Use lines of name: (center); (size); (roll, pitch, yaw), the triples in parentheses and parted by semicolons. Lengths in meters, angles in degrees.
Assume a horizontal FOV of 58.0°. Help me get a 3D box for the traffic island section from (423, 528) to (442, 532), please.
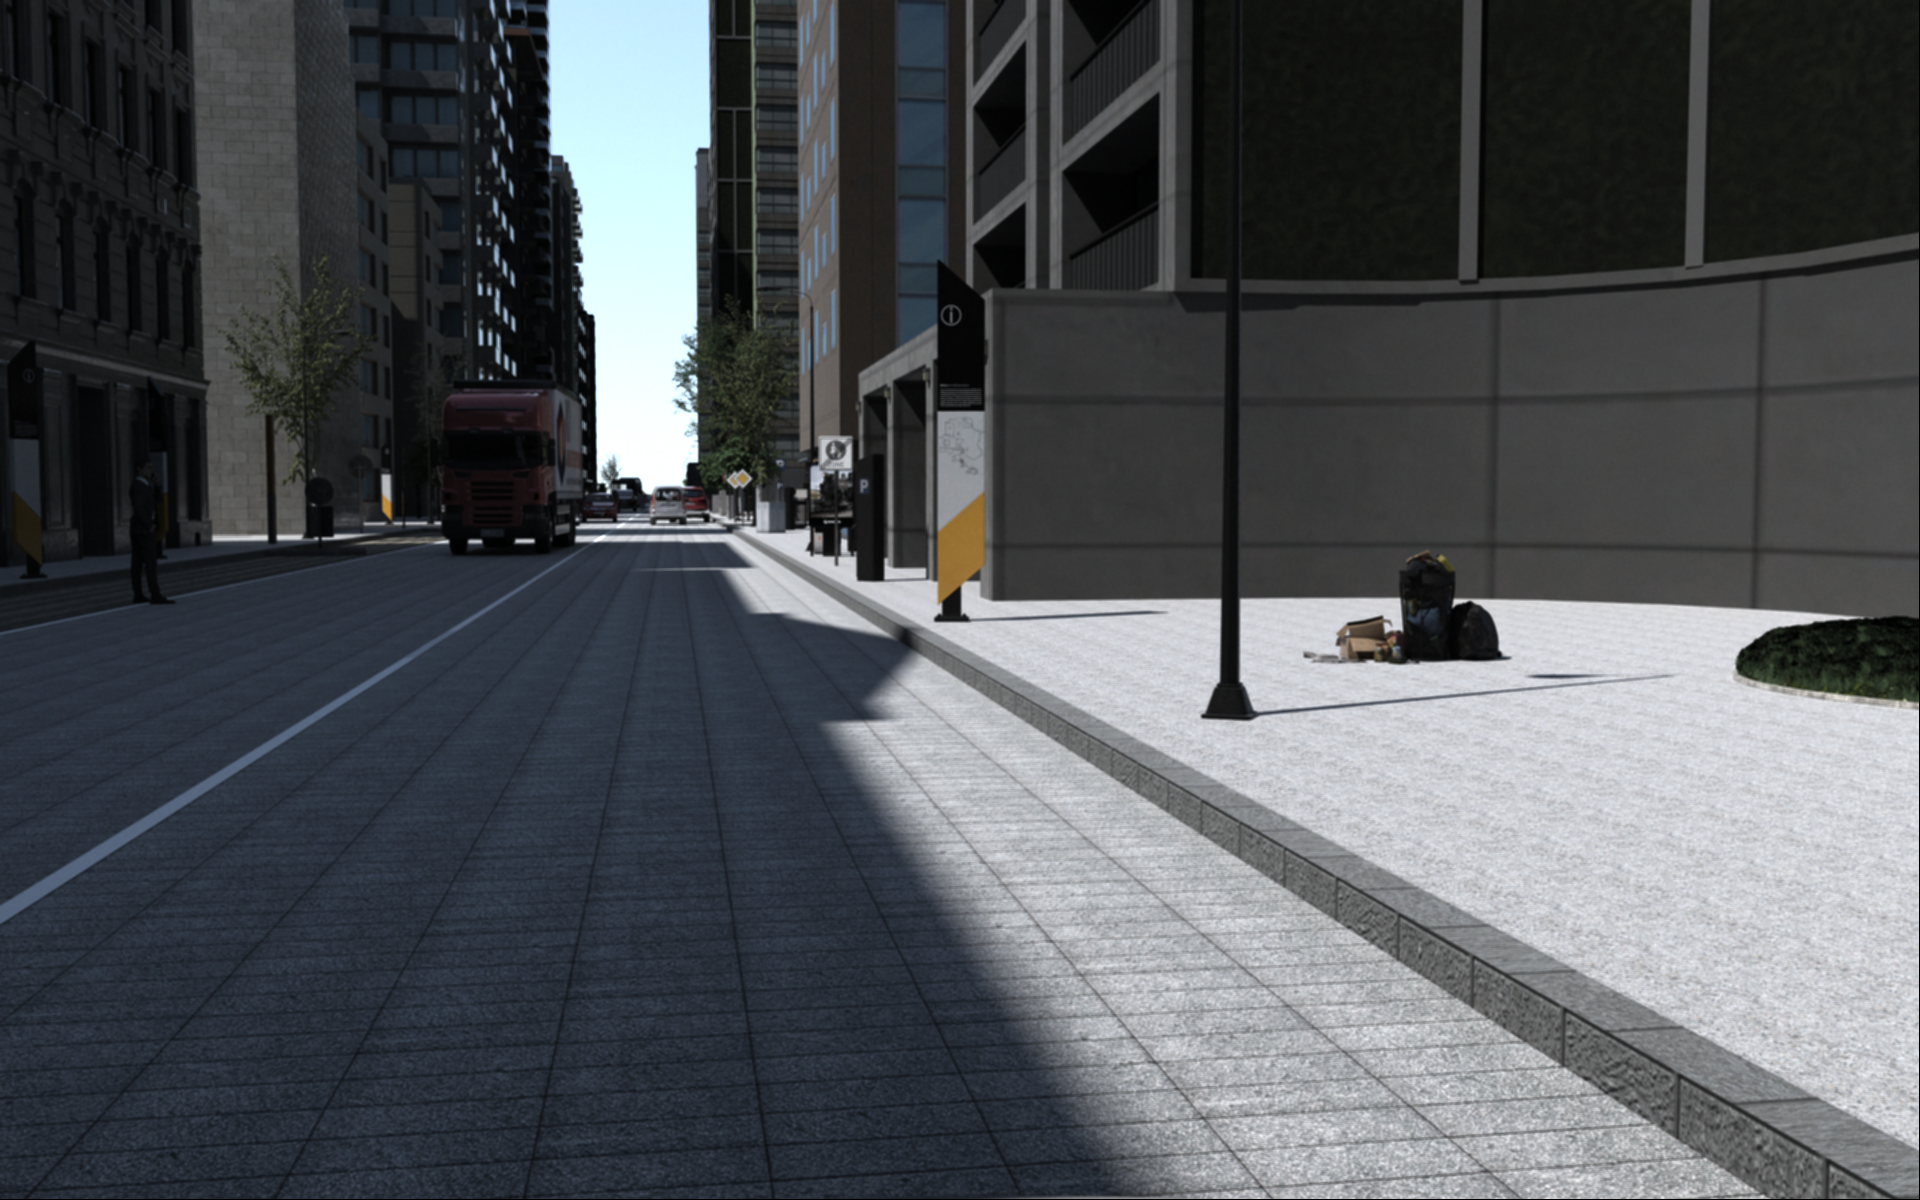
traffic island section: (-19.279, -2.682, 66.138); (2.009, 0.180, 2.903); (-1, 4, -9)

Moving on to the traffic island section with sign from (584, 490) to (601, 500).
traffic island section with sign: (-37.067, -10.025, 172.539); (1.989, 1.847, 2.006); (-1, 4, -9)

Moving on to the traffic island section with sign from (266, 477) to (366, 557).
traffic island section with sign: (-15.022, -1.951, 40.530); (1.989, 1.847, 2.006); (-1, 4, -9)

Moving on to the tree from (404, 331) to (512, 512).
tree: (-23.557, -7.891, 79.378); (4.360, 8.622, 3.978); (0, 3, 0)

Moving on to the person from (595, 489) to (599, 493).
person: (-21.753, -5.805, 104.248); (0.643, 1.720, 0.563); (1, 4, 14)

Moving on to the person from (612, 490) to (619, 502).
person: (-27.633, -7.938, 138.689); (0.661, 1.777, 0.834); (-1, 4, -14)

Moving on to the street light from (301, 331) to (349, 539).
street light: (-18.039, -4.691, 49.245); (1.470, 5.913, 1.316); (-1, 4, -9)

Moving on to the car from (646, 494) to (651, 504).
car: (-47.005, -15.069, 258.170); (2.131, 1.459, 4.920); (-1, 4, -11)

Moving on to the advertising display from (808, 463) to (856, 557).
advertising display: (-2.637, -1.859, 35.615); (0.974, 1.923, 0.123); (1, 4, 9)

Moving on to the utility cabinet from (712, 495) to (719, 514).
utility cabinet: (-15.839, -6.303, 114.216); (1.020, 1.237, 0.306); (0, 4, -7)

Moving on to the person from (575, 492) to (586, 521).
person: (-19.978, -5.083, 91.392); (0.659, 1.850, 0.755); (-1, 4, -19)

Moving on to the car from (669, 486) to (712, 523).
car: (-13.762, -4.862, 88.173); (2.281, 1.827, 5.304); (-1, 4, -8)

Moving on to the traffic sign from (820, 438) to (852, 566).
traffic sign: (-2.207, -1.758, 30.866); (0.606, 2.300, 0.079); (0, 4, -1)

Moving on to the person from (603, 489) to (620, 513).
person: (-26.612, -7.533, 131.883); (1.509, 1.804, 0.699); (-2, 4, -25)

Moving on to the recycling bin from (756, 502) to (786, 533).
recycling bin: (-6.255, -2.737, 57.297); (0.722, 1.027, 0.722); (-3, 5, -43)

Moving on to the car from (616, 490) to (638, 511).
car: (-28.121, -8.340, 145.037); (2.281, 1.827, 5.304); (-1, 4, -11)

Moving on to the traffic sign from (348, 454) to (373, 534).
traffic sign: (-19.247, -3.397, 55.641); (0.768, 2.556, 0.104); (0, 4, -8)

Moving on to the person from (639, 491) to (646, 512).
person: (-24.781, -7.692, 135.269); (0.512, 1.701, 0.522); (0, 4, -6)

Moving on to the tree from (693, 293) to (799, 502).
tree: (-7.442, -6.861, 62.541); (4.737, 8.622, 4.395); (0, 3, 0)

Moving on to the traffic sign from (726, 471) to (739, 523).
traffic sign: (-9.824, -4.409, 75.725); (0.795, 2.450, 0.064); (-1, 4, -9)

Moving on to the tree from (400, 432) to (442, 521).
tree: (-25.494, -6.159, 84.416); (4.285, 4.588, 4.351); (0, 3, 0)

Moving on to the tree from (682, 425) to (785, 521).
tree: (-10.116, -6.026, 82.239); (4.285, 4.588, 4.351); (0, 3, 0)

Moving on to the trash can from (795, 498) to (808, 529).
trash can: (-5.996, -3.231, 64.485); (0.748, 1.137, 0.748); (0, 3, 0)

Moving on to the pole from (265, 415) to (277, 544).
pole: (-17.754, -3.106, 44.629); (0.158, 3.312, 0.155); (0, 3, 0)

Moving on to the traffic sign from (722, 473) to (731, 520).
traffic sign: (-11.424, -5.252, 85.981); (0.768, 2.556, 0.104); (0, 4, -5)

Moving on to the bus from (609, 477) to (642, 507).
bus: (-35.945, -11.748, 186.933); (2.948, 3.499, 13.247); (0, 4, -8)

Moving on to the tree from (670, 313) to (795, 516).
tree: (-13.152, -10.676, 100.313); (9.928, 11.665, 9.643); (0, 3, 0)

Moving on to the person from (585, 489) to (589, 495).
person: (-25.193, -6.645, 117.330); (0.511, 1.800, 0.466); (1, 4, 18)

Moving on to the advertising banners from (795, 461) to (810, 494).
advertising banners: (-8.483, -5.849, 91.811); (0.090, 3.025, 2.074); (2, 4, 33)

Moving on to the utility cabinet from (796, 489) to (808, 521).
utility cabinet: (-7.363, -4.481, 81.949); (0.318, 1.500, 1.173); (-2, 4, -32)

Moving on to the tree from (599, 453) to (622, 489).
tree: (-61.096, -21.577, 303.143); (4.737, 8.622, 4.395); (0, 3, 0)

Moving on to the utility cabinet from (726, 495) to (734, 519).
utility cabinet: (-12.006, -4.849, 90.445); (0.306, 1.237, 1.020); (-1, 4, -13)

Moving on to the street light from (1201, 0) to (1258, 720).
street light: (1.018, -2.274, 9.719); (1.470, 5.913, 1.316); (-1, 4, -9)

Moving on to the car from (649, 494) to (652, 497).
car: (-54.062, -17.757, 300.105); (2.009, 1.686, 4.222); (0, 4, -8)

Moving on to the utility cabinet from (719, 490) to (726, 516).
utility cabinet: (-13.981, -5.706, 101.964); (0.318, 1.500, 1.173); (-1, 4, -14)

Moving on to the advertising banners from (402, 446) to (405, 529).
advertising banners: (-20.364, -4.109, 63.369); (0.090, 3.025, 2.074); (-1, 4, -20)

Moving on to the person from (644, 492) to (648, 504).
person: (-44.436, -14.385, 244.244); (0.990, 1.755, 0.434); (1, 4, 16)

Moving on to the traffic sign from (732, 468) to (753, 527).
traffic sign: (-8.508, -3.927, 67.848); (0.795, 2.450, 0.064); (-1, 4, -9)

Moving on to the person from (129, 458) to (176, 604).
person: (-10.628, -0.908, 22.709); (0.474, 1.900, 0.648); (-3, 4, -38)

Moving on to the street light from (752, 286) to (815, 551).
street light: (-3.853, -4.054, 38.820); (1.470, 5.913, 1.316); (-1, 4, -9)

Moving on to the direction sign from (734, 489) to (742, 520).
direction sign: (-10.945, -5.706, 85.290); (0.379, 3.537, 0.876); (-2, 4, -35)

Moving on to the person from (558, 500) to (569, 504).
person: (-17.856, -4.218, 77.633); (0.590, 1.801, 0.661); (3, 5, 42)

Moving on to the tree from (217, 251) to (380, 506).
tree: (-19.622, -6.203, 51.775); (4.737, 8.622, 4.395); (0, 3, 0)

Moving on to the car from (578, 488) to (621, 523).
car: (-18.395, -4.850, 88.344); (2.155, 1.783, 4.494); (-1, 4, -11)

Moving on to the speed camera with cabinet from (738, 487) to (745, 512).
speed camera with cabinet: (-15.439, -7.766, 121.308); (0.660, 3.252, 2.038); (0, 4, -4)

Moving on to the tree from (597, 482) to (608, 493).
tree: (-56.122, -16.985, 272.312); (1.663, 3.219, 1.824); (0, 3, 0)
